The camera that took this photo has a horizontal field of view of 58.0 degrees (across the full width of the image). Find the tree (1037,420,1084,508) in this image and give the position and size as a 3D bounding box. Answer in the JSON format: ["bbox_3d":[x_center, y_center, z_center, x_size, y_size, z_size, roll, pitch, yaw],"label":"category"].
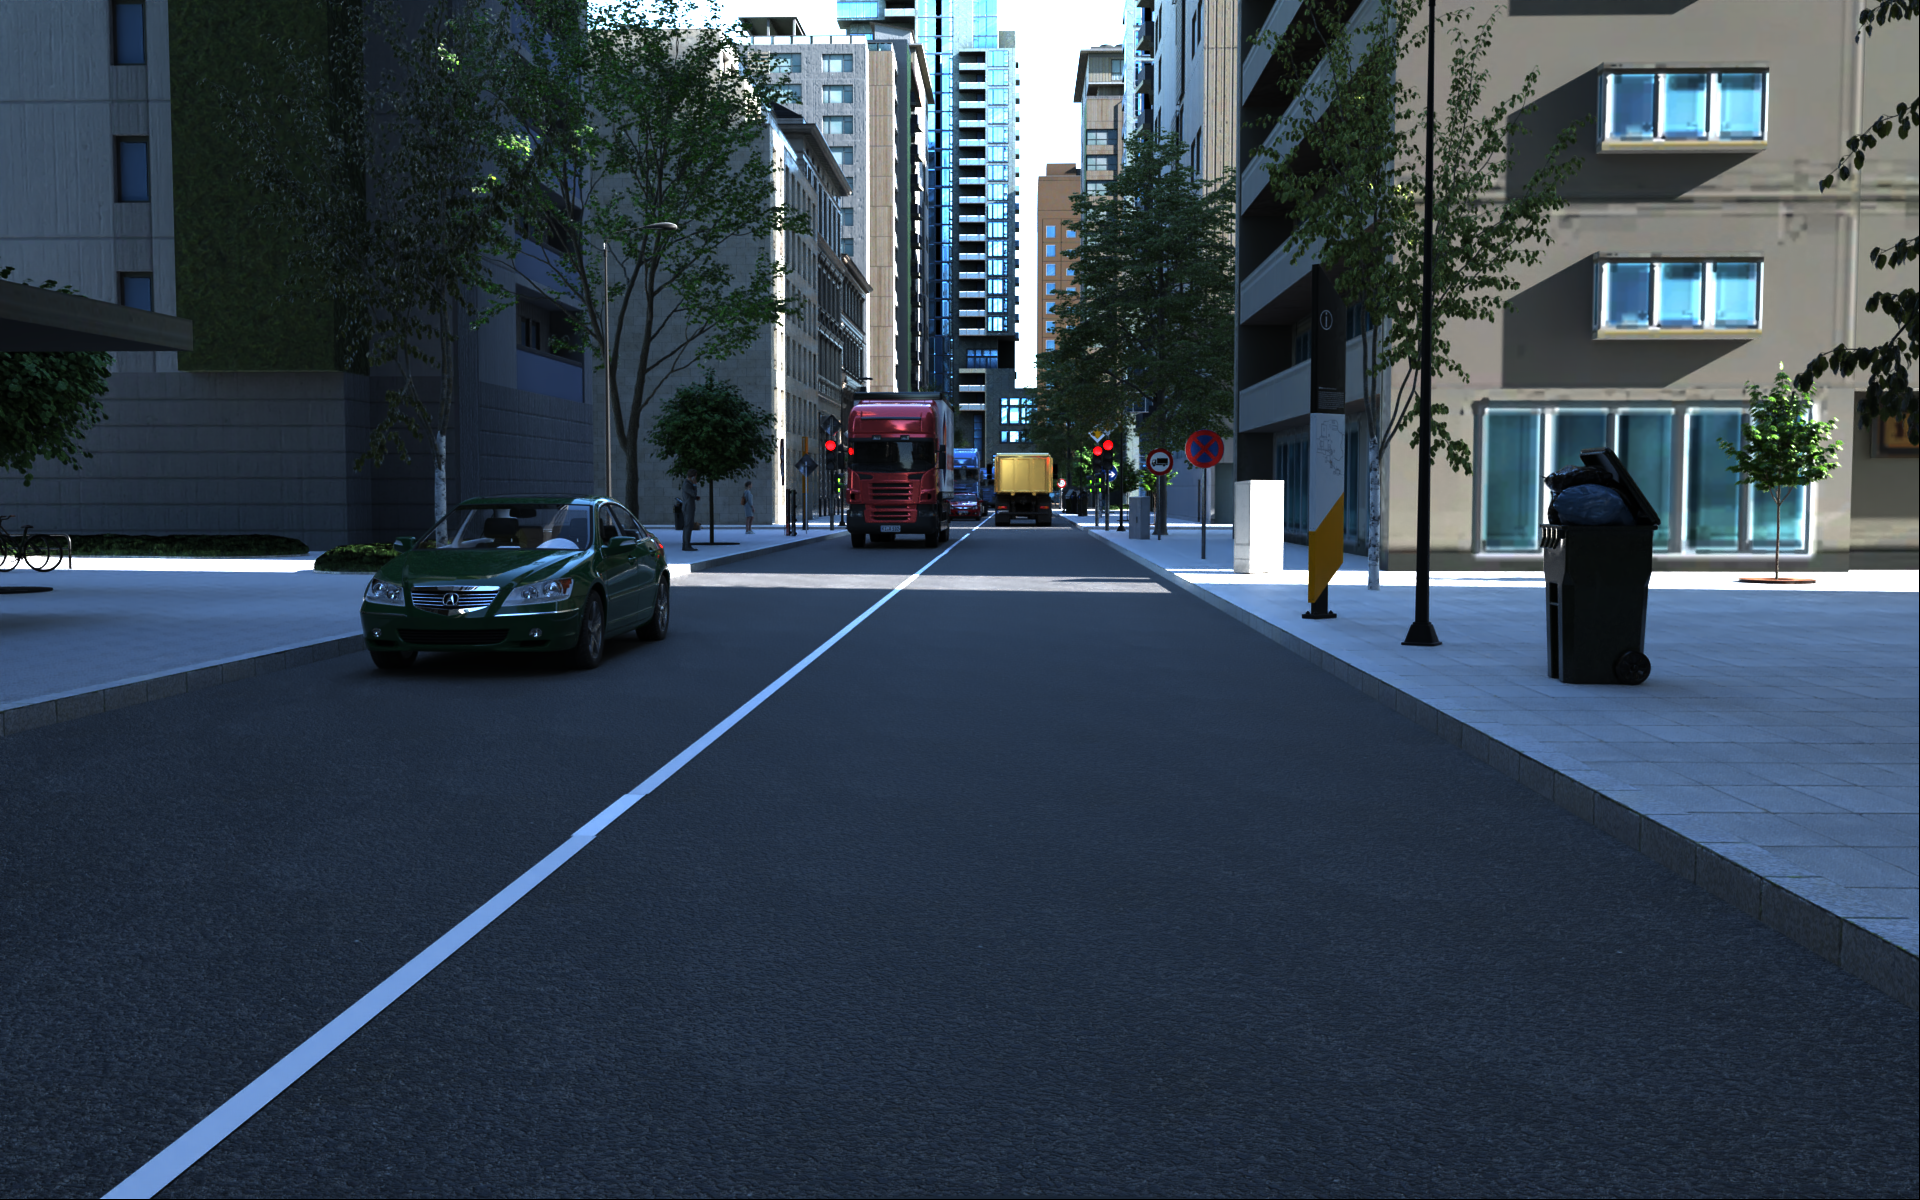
[{"bbox_3d":[9.427,-12.809,159.793,4.360,8.622,3.978,0,3,0],"label":"tree"}]

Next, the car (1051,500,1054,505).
[{"bbox_3d":[4.982,-6.016,110.370,2.014,1.417,4.499,0,4,4],"label":"car"}]

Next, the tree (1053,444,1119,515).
[{"bbox_3d":[8.397,-7.556,107.253,4.285,4.588,4.351,0,3,0],"label":"tree"}]

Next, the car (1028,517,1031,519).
[{"bbox_3d":[3.287,-5.372,99.828,2.014,1.417,4.499,0,4,3],"label":"car"}]

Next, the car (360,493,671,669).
[{"bbox_3d":[-3.852,-0.238,15.693,2.131,1.459,4.920,0,4,2],"label":"car"}]

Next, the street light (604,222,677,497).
[{"bbox_3d":[-5.534,-3.502,29.798,1.470,5.913,1.316,0,4,2],"label":"street light"}]

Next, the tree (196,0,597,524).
[{"bbox_3d":[-6.695,-4.340,21.319,4.360,8.622,3.978,0,3,0],"label":"tree"}]

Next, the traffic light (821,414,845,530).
[{"bbox_3d":[-4.504,-4.411,61.044,0.839,4.253,0.868,0,4,2],"label":"traffic light"}]

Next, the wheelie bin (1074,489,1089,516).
[{"bbox_3d":[7.176,-5.692,100.973,0.693,1.594,0.980,0,4,5],"label":"wheelie bin"}]

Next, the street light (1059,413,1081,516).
[{"bbox_3d":[6.385,-7.739,99.073,1.470,5.913,1.316,0,4,2],"label":"street light"}]

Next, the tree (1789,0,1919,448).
[{"bbox_3d":[4.995,-3.483,7.303,4.360,8.622,3.978,0,3,0],"label":"tree"}]

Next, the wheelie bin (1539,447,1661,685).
[{"bbox_3d":[4.351,-0.241,11.856,0.693,1.594,0.980,0,4,4],"label":"wheelie bin"}]

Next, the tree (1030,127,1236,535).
[{"bbox_3d":[6.248,-8.353,54.698,7.486,12.596,7.792,0,3,0],"label":"tree"}]

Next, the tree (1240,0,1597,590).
[{"bbox_3d":[5.700,-4.427,22.738,4.737,8.622,4.395,0,3,0],"label":"tree"}]

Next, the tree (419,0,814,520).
[{"bbox_3d":[-6.819,-6.690,35.136,9.928,11.665,9.643,0,3,0],"label":"tree"}]

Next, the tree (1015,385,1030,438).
[{"bbox_3d":[7.904,-12.626,124.556,7.486,12.596,7.792,0,3,0],"label":"tree"}]

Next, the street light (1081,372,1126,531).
[{"bbox_3d":[5.015,-5.320,59.529,1.470,5.913,1.316,0,4,2],"label":"street light"}]

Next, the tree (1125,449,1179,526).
[{"bbox_3d":[7.945,-4.683,71.168,1.663,3.219,1.824,0,3,0],"label":"tree"}]

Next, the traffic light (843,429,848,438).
[{"bbox_3d":[-4.231,-4.899,69.024,0.839,4.253,0.868,0,4,2],"label":"traffic light"}]

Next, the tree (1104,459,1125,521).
[{"bbox_3d":[7.763,-5.322,81.623,1.663,3.219,1.824,0,3,0],"label":"tree"}]

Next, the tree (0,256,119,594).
[{"bbox_3d":[-12.687,-2.373,22.513,4.285,4.588,4.351,0,3,0],"label":"tree"}]

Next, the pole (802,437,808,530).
[{"bbox_3d":[-5.503,-4.143,61.584,0.158,3.312,0.155,0,3,0],"label":"pole"}]

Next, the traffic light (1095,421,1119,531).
[{"bbox_3d":[5.152,-4.392,60.730,0.839,4.253,0.868,0,4,2],"label":"traffic light"}]

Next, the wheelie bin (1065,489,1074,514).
[{"bbox_3d":[7.264,-6.423,112.922,0.693,1.594,0.980,-2,4,-29],"label":"wheelie bin"}]

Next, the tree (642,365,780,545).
[{"bbox_3d":[-6.404,-3.689,44.027,4.285,4.588,4.351,0,3,0],"label":"tree"}]

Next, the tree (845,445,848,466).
[{"bbox_3d":[-4.358,-6.340,87.364,4.285,4.588,4.351,0,3,0],"label":"tree"}]

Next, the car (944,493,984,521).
[{"bbox_3d":[0.219,-5.223,94.433,2.155,1.783,4.494,0,4,2],"label":"car"}]

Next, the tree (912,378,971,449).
[{"bbox_3d":[-2.457,-12.434,137.705,7.601,10.594,8.767,-2,4,-33],"label":"tree"}]

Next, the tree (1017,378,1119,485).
[{"bbox_3d":[8.433,-12.208,134.015,8.767,10.594,7.601,1,4,11],"label":"tree"}]

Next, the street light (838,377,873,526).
[{"bbox_3d":[-4.157,-5.894,68.913,1.470,5.913,1.316,0,4,2],"label":"street light"}]

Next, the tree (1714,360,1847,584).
[{"bbox_3d":[11.725,-1.862,25.041,1.663,3.219,1.824,0,3,0],"label":"tree"}]

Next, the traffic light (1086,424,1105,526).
[{"bbox_3d":[5.425,-4.880,68.711,0.839,4.253,0.868,0,4,2],"label":"traffic light"}]

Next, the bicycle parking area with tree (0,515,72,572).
[{"bbox_3d":[-18.772,-2.428,26.697,9.016,4.147,8.231,2,4,25],"label":"bicycle parking area with tree"}]

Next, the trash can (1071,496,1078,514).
[{"bbox_3d":[7.473,-6.054,110.644,0.748,1.137,0.748,0,3,0],"label":"trash can"}]

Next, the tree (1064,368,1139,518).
[{"bbox_3d":[7.674,-8.787,94.037,4.737,8.622,4.395,0,3,0],"label":"tree"}]

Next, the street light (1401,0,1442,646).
[{"bbox_3d":[3.394,-2.573,14.607,1.470,5.913,1.316,0,4,2],"label":"street light"}]

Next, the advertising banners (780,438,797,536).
[{"bbox_3d":[-5.308,-3.501,53.430,0.090,3.025,2.074,-1,4,-18],"label":"advertising banners"}]
